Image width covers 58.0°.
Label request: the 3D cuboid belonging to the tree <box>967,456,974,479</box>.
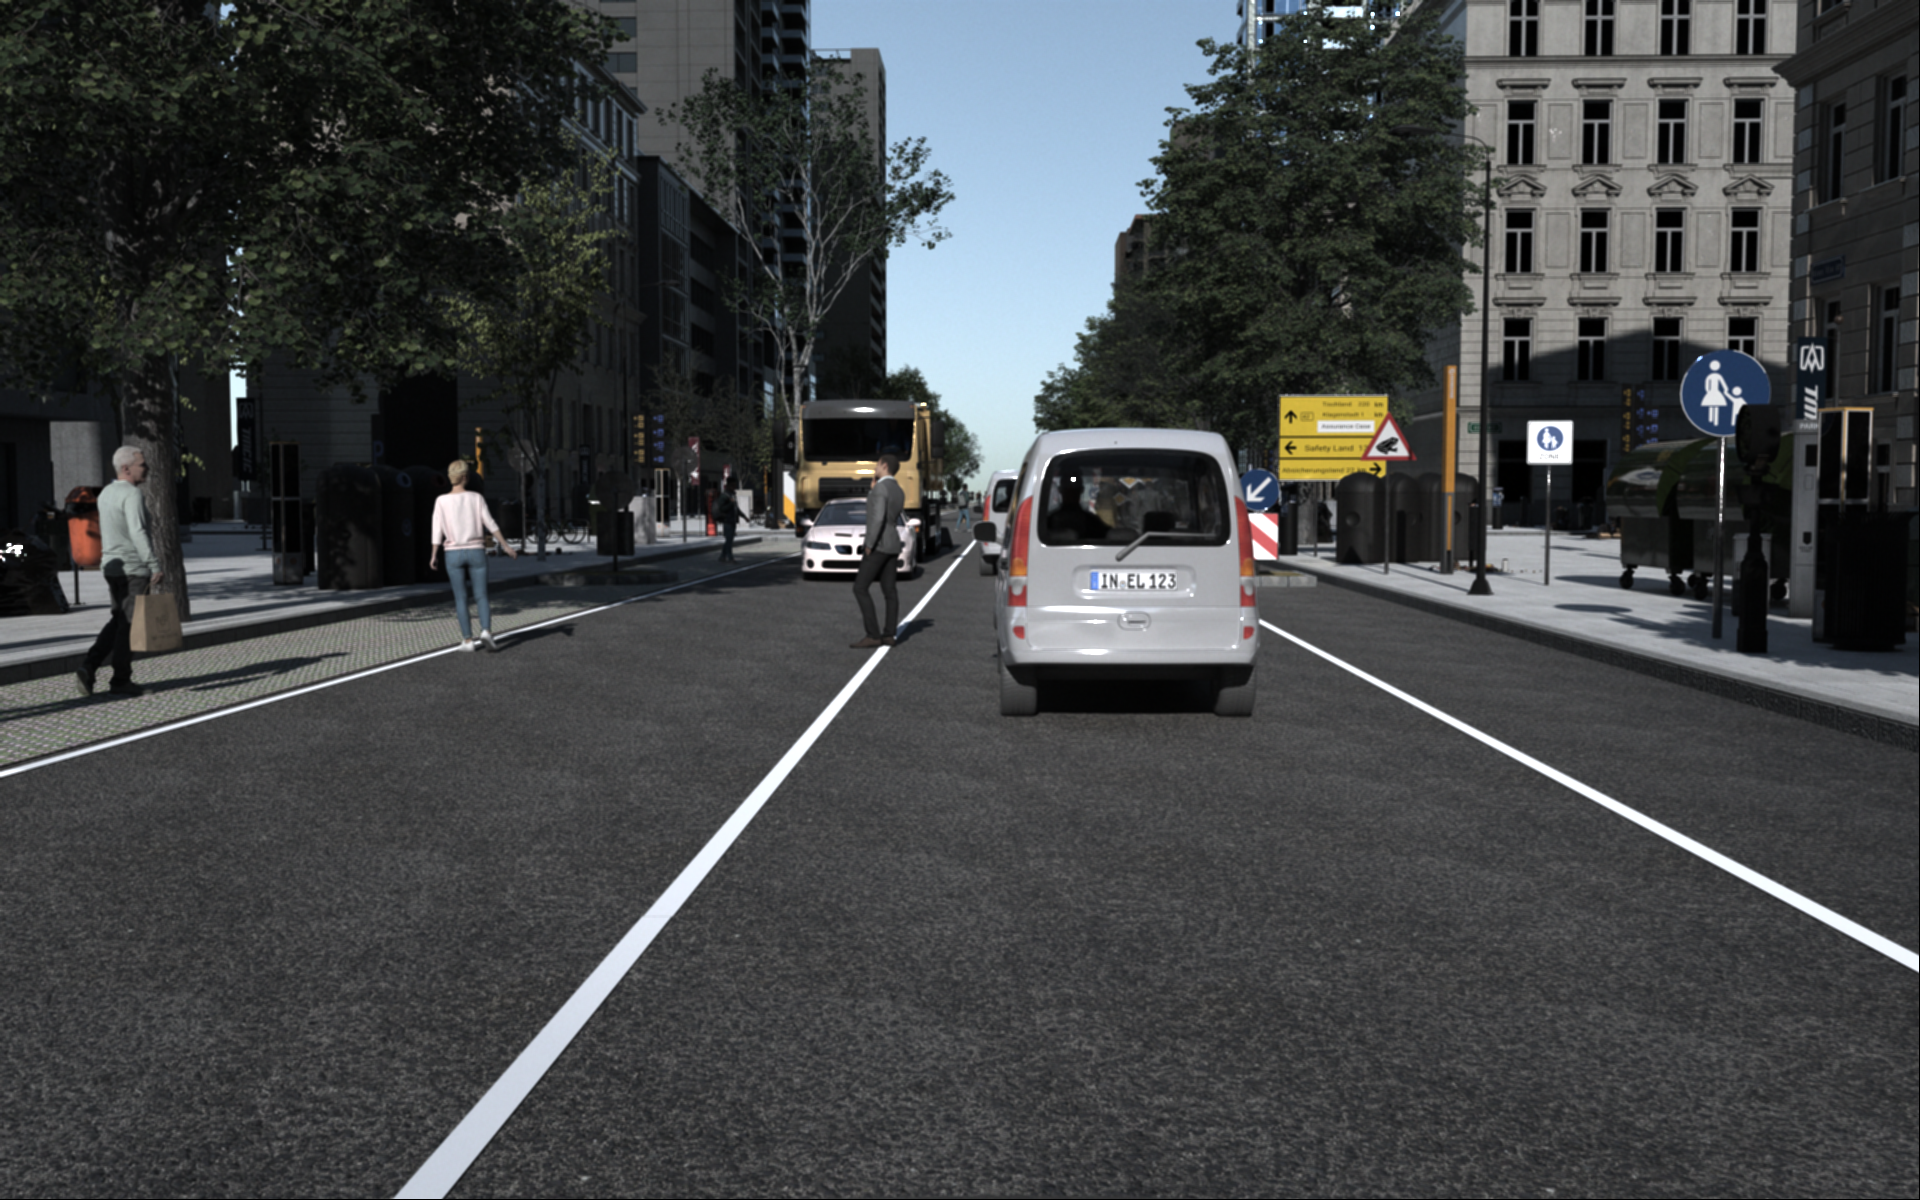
[{"bbox_3d":[-3.923,-14.622,173.479,7.601,10.594,8.767,-1,4,-19],"label":"tree"}]

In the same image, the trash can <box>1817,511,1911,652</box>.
[{"bbox_3d":[7.470,-0.161,14.284,0.748,1.137,0.748,0,3,0],"label":"trash can"}]

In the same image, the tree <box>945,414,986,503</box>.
[{"bbox_3d":[-1.185,-21.601,263.539,12.009,13.543,11.850,0,3,0],"label":"tree"}]

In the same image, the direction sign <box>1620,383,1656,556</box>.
[{"bbox_3d":[13.827,-2.671,35.661,0.876,3.537,0.379,-3,5,-40],"label":"direction sign"}]

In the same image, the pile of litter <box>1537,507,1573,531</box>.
[{"bbox_3d":[21.116,-2.856,60.657,1.176,0.858,1.719,-3,5,-44],"label":"pile of litter"}]

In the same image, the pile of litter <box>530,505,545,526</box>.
[{"bbox_3d":[-17.595,-3.473,70.753,1.176,0.858,1.719,2,4,30],"label":"pile of litter"}]

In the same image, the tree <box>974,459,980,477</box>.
[{"bbox_3d":[-0.282,-21.933,293.018,8.767,10.594,7.601,1,4,19],"label":"tree"}]

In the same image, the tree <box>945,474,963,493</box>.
[{"bbox_3d":[-1.068,-17.925,276.789,4.285,4.588,4.351,0,3,0],"label":"tree"}]

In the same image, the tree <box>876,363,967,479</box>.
[{"bbox_3d":[-4.626,-14.394,152.343,9.611,12.733,9.660,0,3,0],"label":"tree"}]

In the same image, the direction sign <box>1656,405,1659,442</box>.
[{"bbox_3d":[17.394,-3.199,44.307,0.876,3.537,0.379,0,4,4],"label":"direction sign"}]

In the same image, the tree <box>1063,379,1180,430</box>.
[{"bbox_3d":[11.119,-11.439,121.435,8.767,10.594,7.601,-2,4,-35],"label":"tree"}]

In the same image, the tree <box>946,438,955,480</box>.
[{"bbox_3d":[-2.517,-15.559,204.746,4.360,8.622,3.978,0,3,0],"label":"tree"}]

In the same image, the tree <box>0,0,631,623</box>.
[{"bbox_3d":[-7.938,-6.743,16.911,9.857,13.997,8.962,0,3,0],"label":"tree"}]

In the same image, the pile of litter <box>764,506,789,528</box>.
[{"bbox_3d":[-6.864,-3.139,65.285,1.176,0.858,1.719,1,4,9],"label":"pile of litter"}]

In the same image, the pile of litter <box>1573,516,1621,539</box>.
[{"bbox_3d":[18.780,-2.188,49.744,1.176,0.858,1.719,-2,4,-33],"label":"pile of litter"}]

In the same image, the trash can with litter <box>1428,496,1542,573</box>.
[{"bbox_3d":[8.697,-1.115,29.287,1.678,1.210,2.233,0,4,-6],"label":"trash can with litter"}]

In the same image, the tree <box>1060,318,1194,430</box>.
[{"bbox_3d":[9.631,-10.469,96.922,9.928,11.665,9.643,0,3,0],"label":"tree"}]

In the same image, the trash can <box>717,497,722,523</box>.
[{"bbox_3d":[-10.405,-3.946,76.166,0.748,1.137,0.748,0,3,0],"label":"trash can"}]

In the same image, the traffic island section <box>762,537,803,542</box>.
[{"bbox_3d":[-4.863,-1.865,52.777,2.009,0.180,2.903,0,4,2],"label":"traffic island section"}]

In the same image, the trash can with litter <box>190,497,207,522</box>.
[{"bbox_3d":[-34.634,-4.100,78.430,1.055,1.170,0.624,2,4,28],"label":"trash can with litter"}]

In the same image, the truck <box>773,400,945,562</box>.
[{"bbox_3d":[-1.890,-2.604,38.503,3.469,3.379,9.791,0,4,2],"label":"truck"}]

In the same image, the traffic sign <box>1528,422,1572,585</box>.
[{"bbox_3d":[8.255,-1.356,24.304,0.606,2.300,0.079,1,4,11],"label":"traffic sign"}]

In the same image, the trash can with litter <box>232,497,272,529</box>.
[{"bbox_3d":[-25.713,-3.244,64.097,2.233,1.210,1.678,-1,4,-11],"label":"trash can with litter"}]

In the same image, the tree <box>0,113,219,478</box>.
[{"bbox_3d":[-15.517,-4.991,31.959,4.737,8.622,4.395,0,3,0],"label":"tree"}]

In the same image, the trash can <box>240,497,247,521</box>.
[{"bbox_3d":[-33.421,-4.264,81.376,0.748,1.137,0.748,0,3,0],"label":"trash can"}]

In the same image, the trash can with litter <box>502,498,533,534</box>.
[{"bbox_3d":[-13.629,-2.550,53.079,1.055,1.170,0.624,1,4,12],"label":"trash can with litter"}]

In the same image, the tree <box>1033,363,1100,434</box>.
[{"bbox_3d":[11.632,-15.979,167.911,9.857,13.997,8.962,0,3,0],"label":"tree"}]

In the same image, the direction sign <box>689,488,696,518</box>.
[{"bbox_3d":[-14.619,-6.268,94.471,0.876,3.537,0.379,2,4,29],"label":"direction sign"}]

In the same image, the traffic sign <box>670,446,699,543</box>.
[{"bbox_3d":[-7.290,-2.795,45.800,0.768,2.556,0.104,1,4,9],"label":"traffic sign"}]

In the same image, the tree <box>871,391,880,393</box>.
[{"bbox_3d":[-5.562,-10.274,118.347,4.737,8.622,4.395,0,3,0],"label":"tree"}]

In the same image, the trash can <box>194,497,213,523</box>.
[{"bbox_3d":[-33.721,-4.010,77.223,0.748,1.137,0.748,0,3,0],"label":"trash can"}]

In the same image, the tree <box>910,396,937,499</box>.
[{"bbox_3d":[-4.260,-10.856,127.865,4.360,8.622,3.978,0,3,0],"label":"tree"}]

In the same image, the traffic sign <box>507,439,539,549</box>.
[{"bbox_3d":[-10.158,-2.457,40.284,0.768,2.556,0.104,0,4,6],"label":"traffic sign"}]

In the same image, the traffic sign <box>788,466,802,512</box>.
[{"bbox_3d":[-4.839,-3.001,52.714,0.795,2.450,0.064,0,4,2],"label":"traffic sign"}]

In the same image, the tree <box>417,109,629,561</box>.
[{"bbox_3d":[-8.215,-5.067,33.205,4.737,8.622,4.395,0,3,0],"label":"tree"}]

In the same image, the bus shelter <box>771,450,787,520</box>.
[{"bbox_3d":[-8.351,-5.929,88.215,1.731,3.624,6.357,0,4,2],"label":"bus shelter"}]

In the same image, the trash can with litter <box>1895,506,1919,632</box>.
[{"bbox_3d":[9.097,-0.307,16.400,0.624,1.170,1.055,3,5,42],"label":"trash can with litter"}]

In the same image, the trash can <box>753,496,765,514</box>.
[{"bbox_3d":[-12.683,-5.964,109.159,0.748,1.137,0.748,0,3,0],"label":"trash can"}]

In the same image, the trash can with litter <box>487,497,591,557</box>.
[{"bbox_3d":[-8.996,-1.542,36.271,2.233,1.210,1.678,-3,4,-37],"label":"trash can with litter"}]

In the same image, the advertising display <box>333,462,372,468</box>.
[{"bbox_3d":[-12.211,-1.832,35.162,0.974,1.923,0.123,0,4,1],"label":"advertising display"}]

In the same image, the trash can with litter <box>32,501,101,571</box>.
[{"bbox_3d":[-14.894,-1.076,28.977,1.055,1.170,0.624,-3,4,-38],"label":"trash can with litter"}]

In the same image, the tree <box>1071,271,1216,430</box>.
[{"bbox_3d":[9.420,-10.413,88.377,7.486,12.596,7.792,0,3,0],"label":"tree"}]

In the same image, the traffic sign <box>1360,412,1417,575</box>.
[{"bbox_3d":[6.797,-1.684,27.539,0.884,2.594,0.081,0,4,3],"label":"traffic sign"}]

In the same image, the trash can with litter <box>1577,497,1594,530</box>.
[{"bbox_3d":[22.457,-3.118,62.366,0.624,1.170,1.055,1,4,10],"label":"trash can with litter"}]

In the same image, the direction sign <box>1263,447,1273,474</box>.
[{"bbox_3d":[14.982,-5.647,84.320,0.379,3.537,0.876,3,5,40],"label":"direction sign"}]

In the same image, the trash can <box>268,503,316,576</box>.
[{"bbox_3d":[-10.458,-0.951,27.194,0.748,1.137,0.748,0,3,0],"label":"trash can"}]

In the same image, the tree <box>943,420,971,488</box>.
[{"bbox_3d":[-2.237,-18.780,232.815,9.928,11.665,9.643,0,3,0],"label":"tree"}]

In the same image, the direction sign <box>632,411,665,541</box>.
[{"bbox_3d":[-8.494,-3.384,47.326,0.876,3.537,0.379,0,4,3],"label":"direction sign"}]

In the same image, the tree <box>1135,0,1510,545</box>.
[{"bbox_3d":[8.610,-8.363,43.390,9.857,13.997,8.962,0,3,0],"label":"tree"}]

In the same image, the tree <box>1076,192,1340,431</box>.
[{"bbox_3d":[9.550,-9.583,67.053,12.009,13.543,11.850,0,3,0],"label":"tree"}]

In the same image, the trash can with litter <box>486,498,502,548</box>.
[{"bbox_3d":[-11.501,-1.812,41.016,0.624,1.170,1.055,2,4,24],"label":"trash can with litter"}]

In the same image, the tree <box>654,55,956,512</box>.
[{"bbox_3d":[-5.613,-13.275,72.938,12.611,20.169,13.585,0,3,0],"label":"tree"}]

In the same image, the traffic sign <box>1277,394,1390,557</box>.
[{"bbox_3d":[7.605,-2.537,35.347,2.265,3.308,0.079,0,4,4],"label":"traffic sign"}]

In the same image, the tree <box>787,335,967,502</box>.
[{"bbox_3d":[-5.558,-10.200,101.183,8.767,10.594,7.601,-3,5,-43],"label":"tree"}]

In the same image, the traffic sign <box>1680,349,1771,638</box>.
[{"bbox_3d":[6.738,-0.932,15.340,0.768,2.556,0.104,0,4,6],"label":"traffic sign"}]
